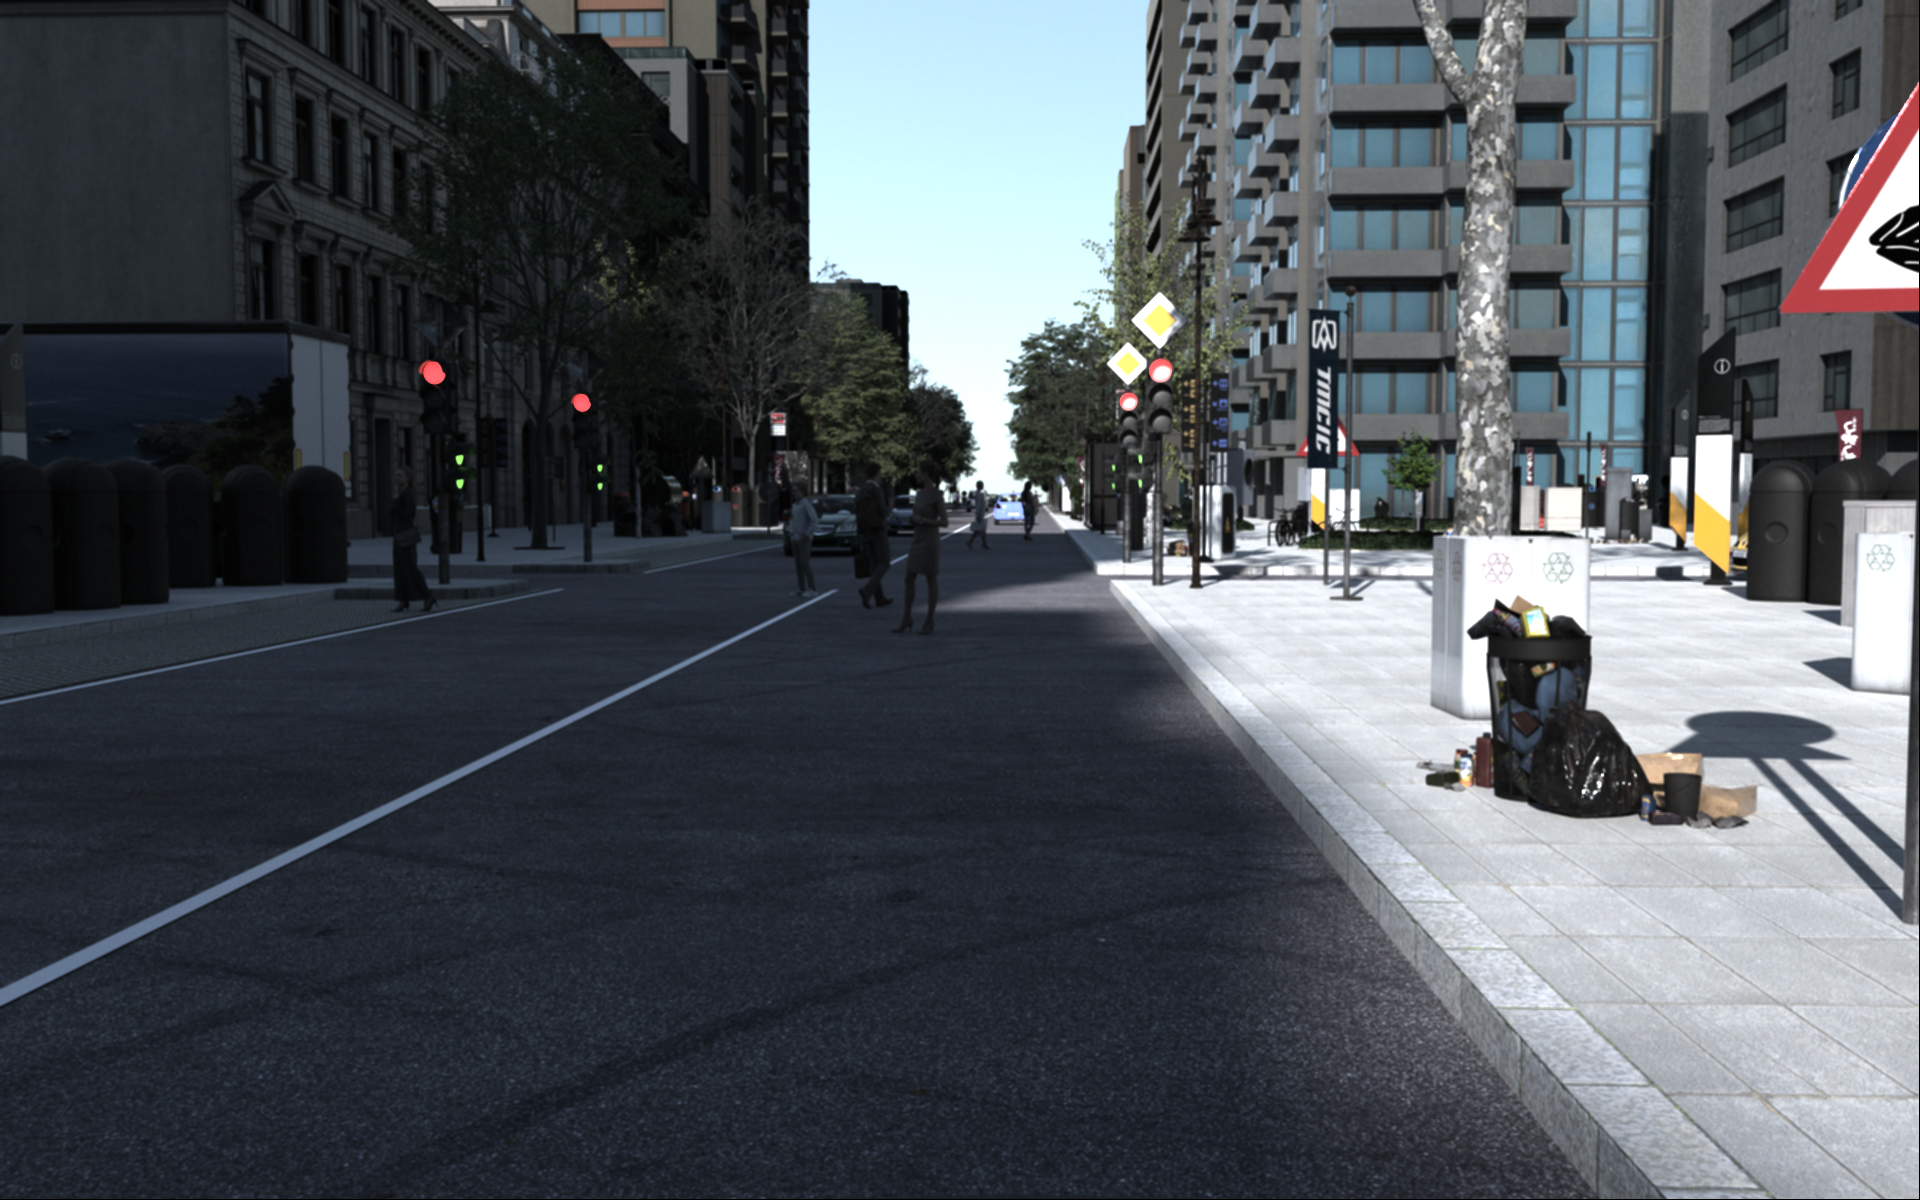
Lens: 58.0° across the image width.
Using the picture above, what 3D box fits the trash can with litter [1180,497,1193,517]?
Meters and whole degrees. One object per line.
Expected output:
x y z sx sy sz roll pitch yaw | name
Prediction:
9.568 -3.695 71.806 0.624 1.170 1.055 -1 4 -19 | trash can with litter

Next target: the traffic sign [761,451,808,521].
-8.343 -5.407 82.283 2.265 3.308 0.079 1 4 9 | traffic sign

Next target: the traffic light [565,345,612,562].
-7.010 -2.671 32.594 0.839 4.253 0.868 0 4 2 | traffic light

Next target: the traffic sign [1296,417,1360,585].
5.150 -1.486 24.307 0.884 2.594 0.081 0 4 4 | traffic sign

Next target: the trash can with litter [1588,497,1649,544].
17.072 -2.093 45.270 2.233 1.210 1.678 -1 4 -9 | trash can with litter

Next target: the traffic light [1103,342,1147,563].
3.093 -2.646 32.187 0.839 4.253 0.868 0 4 2 | traffic light

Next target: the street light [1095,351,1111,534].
4.577 -5.053 55.410 0.468 5.910 1.993 0 4 2 | street light

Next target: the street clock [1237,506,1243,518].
11.289 -3.986 69.741 0.358 2.002 0.471 -3 5 -43 | street clock

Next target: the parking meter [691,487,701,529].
-9.832 -3.437 64.603 0.372 1.533 0.369 0 3 0 | parking meter

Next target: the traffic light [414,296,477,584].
-7.345 -2.183 24.616 0.839 4.253 0.868 0 4 2 | traffic light

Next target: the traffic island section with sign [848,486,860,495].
-4.978 -4.495 82.127 1.989 1.847 2.006 0 4 2 | traffic island section with sign

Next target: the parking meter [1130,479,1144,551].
3.985 -2.050 39.234 0.255 1.863 0.399 2 4 28 | parking meter

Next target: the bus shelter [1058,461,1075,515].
6.749 -6.570 101.345 2.014 3.302 5.546 0 4 2 | bus shelter

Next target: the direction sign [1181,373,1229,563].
4.592 -2.477 32.500 0.876 3.537 0.379 1 4 10 | direction sign

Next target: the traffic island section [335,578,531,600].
-7.385 -0.151 24.752 2.009 0.180 2.903 0 4 2 | traffic island section

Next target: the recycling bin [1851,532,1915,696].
6.304 0.081 11.232 0.722 1.027 0.722 -3 5 -40 | recycling bin

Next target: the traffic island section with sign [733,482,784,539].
-6.106 -2.848 55.196 1.989 1.847 2.006 0 4 2 | traffic island section with sign

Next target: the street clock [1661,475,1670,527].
27.221 -3.796 66.638 0.358 2.002 0.471 -2 4 -25 | street clock

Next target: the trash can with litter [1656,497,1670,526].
28.590 -3.609 70.387 0.624 1.170 1.055 1 4 21 | trash can with litter

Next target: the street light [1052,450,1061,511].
8.748 -11.278 157.182 0.468 5.910 1.993 0 4 2 | street light

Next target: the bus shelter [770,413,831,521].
-8.128 -6.748 87.969 2.179 5.291 8.768 0 4 3 | bus shelter

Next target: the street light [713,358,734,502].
-8.015 -5.268 58.927 0.468 5.910 1.993 0 4 2 | street light

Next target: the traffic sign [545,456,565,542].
-10.914 -2.715 46.523 0.606 2.300 0.079 0 4 3 | traffic sign

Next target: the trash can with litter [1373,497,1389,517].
16.422 -3.368 66.458 1.055 1.170 0.624 0 4 7 | trash can with litter

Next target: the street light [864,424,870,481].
-5.844 -8.356 109.413 0.468 5.910 1.993 0 4 2 | street light

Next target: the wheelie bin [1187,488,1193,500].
12.371 -5.142 91.981 0.693 1.594 0.980 0 4 3 | wheelie bin

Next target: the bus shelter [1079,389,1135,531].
5.523 -5.287 64.077 2.179 5.291 8.768 0 4 2 | bus shelter

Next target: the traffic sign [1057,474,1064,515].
6.283 -6.448 105.525 0.768 2.556 0.104 1 4 11 | traffic sign

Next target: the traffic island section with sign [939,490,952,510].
-1.721 -9.236 159.635 1.989 1.847 2.006 0 4 2 | traffic island section with sign

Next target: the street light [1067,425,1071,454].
6.664 -8.191 106.712 0.468 5.910 1.993 0 4 2 | street light

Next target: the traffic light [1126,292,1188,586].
2.758 -2.158 24.208 0.839 4.253 0.868 0 4 2 | traffic light

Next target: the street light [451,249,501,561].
-9.157 -3.678 32.928 0.468 5.910 1.993 0 4 2 | street light

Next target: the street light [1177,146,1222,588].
3.225 -3.101 23.482 0.468 5.910 1.993 0 4 2 | street light

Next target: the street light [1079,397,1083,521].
5.655 -6.629 81.166 0.468 5.910 1.993 0 4 2 | street light

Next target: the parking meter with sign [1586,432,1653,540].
18.365 -3.178 48.220 1.738 3.016 0.543 1 4 22 | parking meter with sign

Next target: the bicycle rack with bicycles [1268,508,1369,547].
8.682 -1.805 42.893 2.852 0.926 2.925 3 5 42 | bicycle rack with bicycles

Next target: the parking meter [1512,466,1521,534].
11.643 -1.895 36.691 0.399 1.863 0.255 3 4 37 | parking meter

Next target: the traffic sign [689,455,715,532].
-8.637 -3.544 57.952 0.884 2.594 0.081 0 4 8 | traffic sign

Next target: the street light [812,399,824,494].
-6.902 -6.829 84.449 0.468 5.910 1.993 0 4 2 | street light

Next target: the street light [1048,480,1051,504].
9.845 -12.865 183.135 0.468 5.910 1.993 0 4 2 | street light

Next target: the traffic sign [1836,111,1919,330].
3.186 -0.336 5.598 0.768 2.556 0.104 0 4 5 | traffic sign

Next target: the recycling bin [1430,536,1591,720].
3.215 0.147 10.158 0.722 1.027 0.722 0 4 -1 | recycling bin

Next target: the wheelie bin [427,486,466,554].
-11.009 -1.793 37.226 0.693 1.594 0.980 0 4 -1 | wheelie bin

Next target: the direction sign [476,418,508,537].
-13.904 -3.640 51.519 0.876 3.537 0.379 -2 4 -23 | direction sign

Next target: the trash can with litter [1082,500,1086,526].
5.122 -3.551 69.448 0.624 1.170 1.055 0 4 -4 | trash can with litter

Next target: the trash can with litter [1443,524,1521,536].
5.069 -0.297 16.246 1.055 1.170 0.624 -2 4 -28 | trash can with litter

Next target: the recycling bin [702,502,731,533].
-8.000 -2.710 56.854 0.722 1.027 0.722 -3 5 -41 | recycling bin

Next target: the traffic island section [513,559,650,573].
-7.050 -0.639 32.730 2.009 0.180 2.903 0 4 2 | traffic island section

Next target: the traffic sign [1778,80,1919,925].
2.853 -0.312 5.102 0.884 2.594 0.081 0 4 8 | traffic sign

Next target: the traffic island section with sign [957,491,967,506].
0.607 -12.610 214.799 1.989 1.847 2.006 0 4 2 | traffic island section with sign

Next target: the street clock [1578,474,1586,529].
22.961 -3.638 64.055 0.358 2.002 0.471 1 4 19 | street clock
